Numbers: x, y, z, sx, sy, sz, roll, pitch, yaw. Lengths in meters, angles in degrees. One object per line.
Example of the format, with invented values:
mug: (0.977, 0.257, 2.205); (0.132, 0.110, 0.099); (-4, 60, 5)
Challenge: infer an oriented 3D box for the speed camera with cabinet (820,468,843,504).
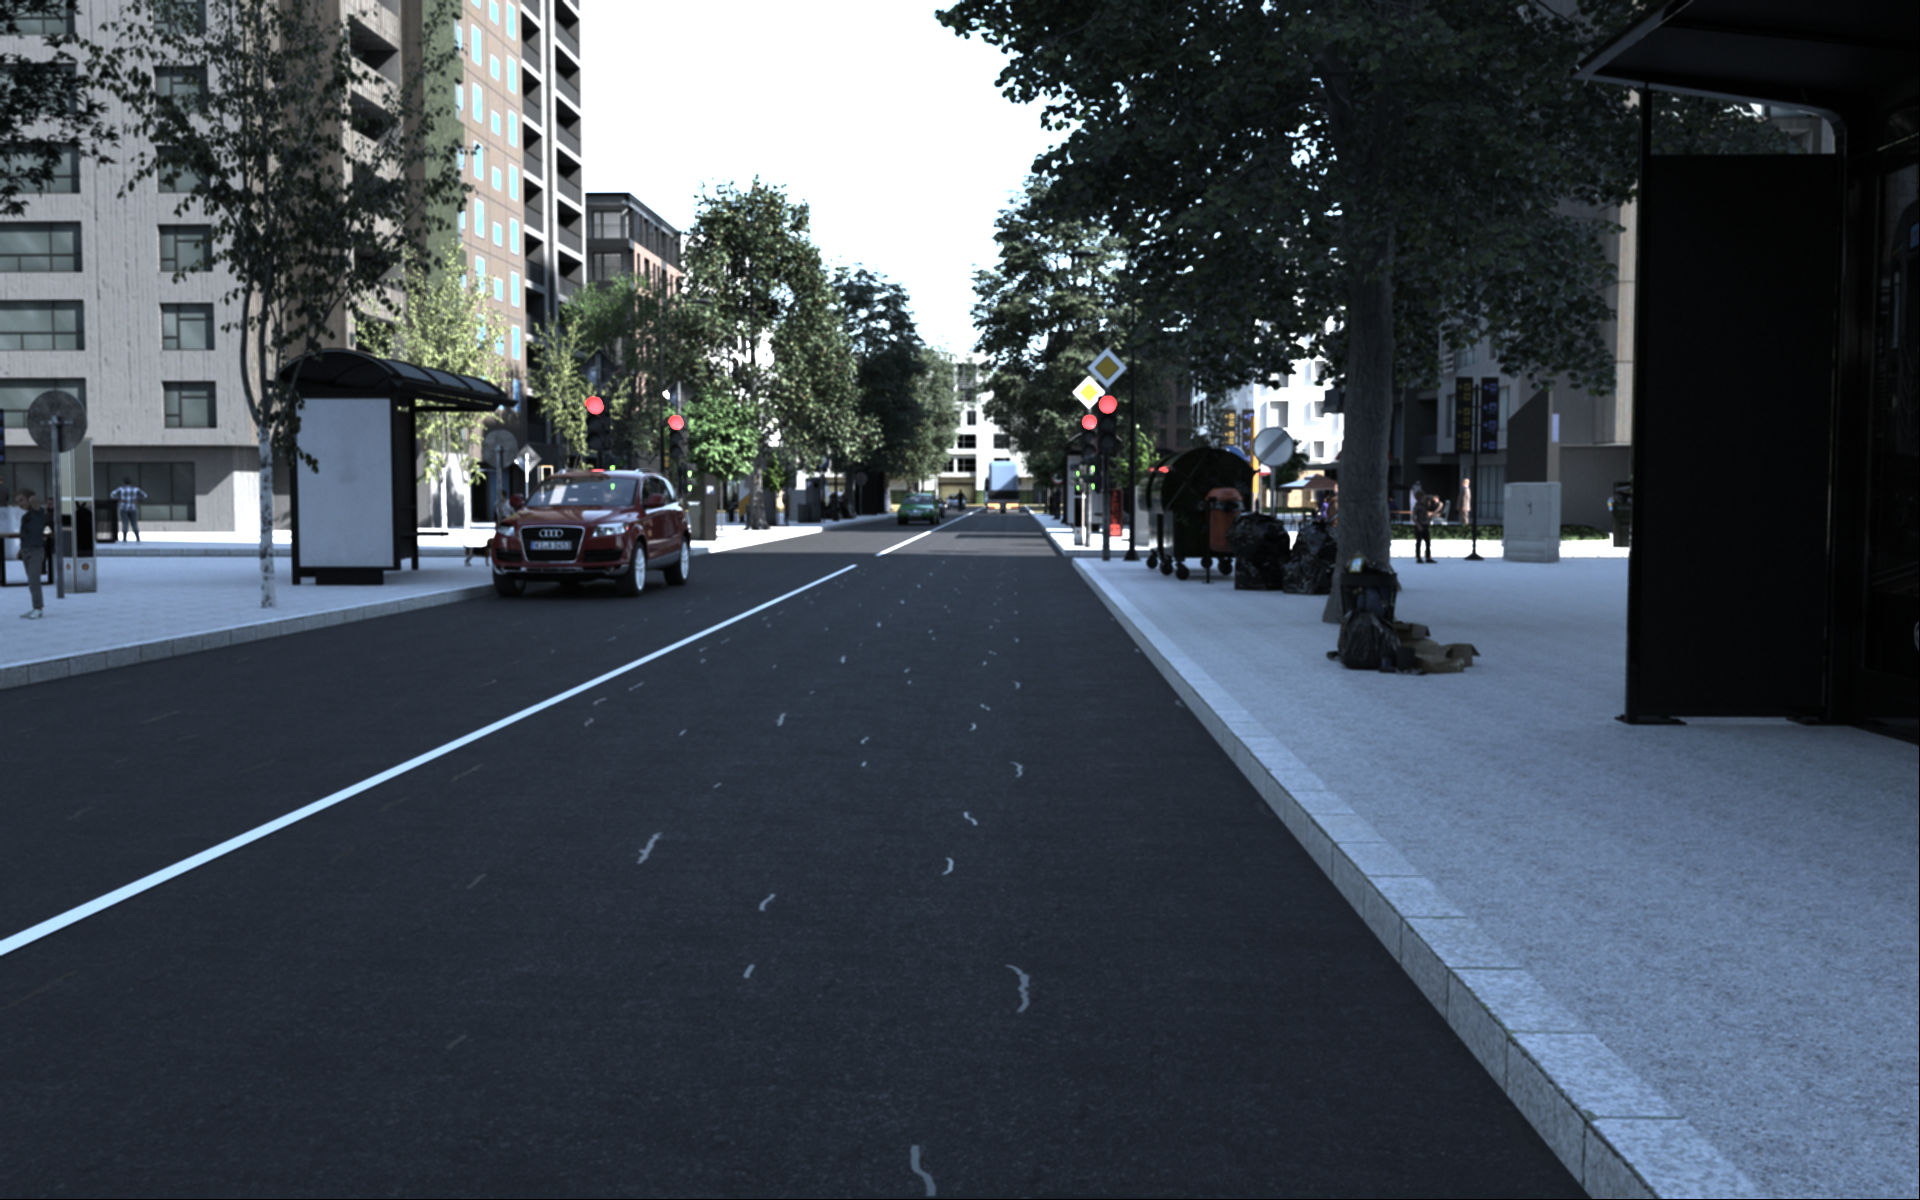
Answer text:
speed camera with cabinet: (-8.707, -7.430, 115.817); (2.038, 3.252, 0.660); (3, 5, 42)

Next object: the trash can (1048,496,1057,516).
trash can: (5.620, -5.626, 103.636); (0.748, 1.137, 0.748); (0, 3, 0)

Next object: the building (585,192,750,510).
building: (-32.324, -17.737, 133.969); (27.936, 21.610, 32.646); (0, 4, 2)

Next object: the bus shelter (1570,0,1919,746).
bus shelter: (4.128, -0.936, 6.579); (1.731, 3.624, 6.357); (0, 4, 2)

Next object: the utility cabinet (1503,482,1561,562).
utility cabinet: (10.792, -1.471, 32.731); (0.318, 1.500, 1.173); (-2, 4, -26)

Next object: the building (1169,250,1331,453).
building: (35.299, -19.420, 161.485); (27.936, 21.610, 32.646); (0, 4, 2)

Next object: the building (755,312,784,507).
building: (-23.808, -19.293, 171.856); (11.380, 20.091, 16.016); (0, 4, 2)

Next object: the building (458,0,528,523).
building: (-28.153, -26.064, 76.259); (14.600, 45.320, 14.200); (0, 4, 2)

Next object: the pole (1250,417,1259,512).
pole: (7.762, -3.172, 45.707); (0.158, 3.312, 0.155); (0, 3, 0)

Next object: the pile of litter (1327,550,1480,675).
pile of litter: (3.335, 0.052, 13.109); (1.176, 0.858, 1.719); (1, 4, 22)

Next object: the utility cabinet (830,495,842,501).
utility cabinet: (-7.679, -5.874, 107.205); (1.020, 1.237, 0.306); (3, 5, 42)

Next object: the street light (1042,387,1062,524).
street light: (3.994, -6.281, 75.230); (1.470, 5.913, 1.316); (0, 4, 2)

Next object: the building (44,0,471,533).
building: (-27.014, -17.788, 62.543); (14.160, 30.474, 14.107); (0, 4, 2)

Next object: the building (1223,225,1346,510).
building: (28.256, -16.562, 127.211); (16.016, 20.091, 11.380); (0, 4, 2)

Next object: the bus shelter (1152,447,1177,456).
bus shelter: (8.730, -5.110, 77.476); (2.014, 3.302, 5.546); (0, 4, 2)

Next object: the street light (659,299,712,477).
street light: (-6.596, -4.211, 41.399); (1.470, 5.913, 1.316); (0, 4, 2)

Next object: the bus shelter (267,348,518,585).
bus shelter: (-8.608, -2.013, 26.837); (2.014, 3.302, 5.546); (0, 4, 2)

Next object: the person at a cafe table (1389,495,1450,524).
person at a cafe table: (14.620, -2.695, 54.918); (1.726, 1.238, 1.698); (0, 4, 1)

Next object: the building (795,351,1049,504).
building: (-4.507, -21.804, 222.945); (31.486, 18.905, 16.747); (0, 4, 2)

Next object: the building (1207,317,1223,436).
building: (28.102, -17.258, 138.580); (16.016, 20.091, 11.380); (0, 4, 2)

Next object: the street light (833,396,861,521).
street light: (-5.340, -6.692, 81.952); (1.470, 5.913, 1.316); (0, 4, 2)

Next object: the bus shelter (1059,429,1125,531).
bus shelter: (4.339, -3.859, 57.019); (2.014, 3.302, 5.546); (0, 4, 2)

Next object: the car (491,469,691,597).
car: (-5.402, -1.054, 25.909); (2.281, 1.827, 5.304); (0, 4, 2)

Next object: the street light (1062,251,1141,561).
street light: (2.773, -3.712, 33.232); (1.470, 5.913, 1.316); (0, 4, 2)

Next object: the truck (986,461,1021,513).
truck: (3.397, -8.952, 136.116); (2.967, 4.110, 18.799); (0, 4, 2)

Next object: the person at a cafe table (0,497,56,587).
person at a cafe table: (-13.381, -0.853, 24.800); (1.698, 1.238, 1.726); (2, 4, 26)

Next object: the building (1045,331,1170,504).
building: (27.707, -23.435, 227.140); (32.646, 21.610, 27.936); (0, 4, 2)

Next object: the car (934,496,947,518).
car: (-1.764, -5.614, 104.372); (1.945, 1.354, 3.894); (0, 4, 2)

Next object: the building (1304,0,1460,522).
building: (30.765, -26.533, 88.444); (22.147, 44.769, 28.867); (0, 4, 2)

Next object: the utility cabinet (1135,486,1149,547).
utility cabinet: (4.650, -2.021, 41.716); (0.318, 1.500, 1.173); (-2, 4, -28)

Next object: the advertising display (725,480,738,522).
advertising display: (-10.382, -4.487, 78.577); (0.123, 1.923, 0.974); (1, 4, 22)

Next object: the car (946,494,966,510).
car: (-0.360, -9.155, 161.686); (2.014, 1.417, 4.499); (0, 4, 1)

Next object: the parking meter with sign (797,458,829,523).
parking meter with sign: (-6.595, -4.975, 77.600); (0.543, 3.016, 1.738); (2, 4, 32)

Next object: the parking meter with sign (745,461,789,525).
parking meter with sign: (-7.878, -4.559, 70.799); (1.738, 3.016, 0.543); (-1, 4, -18)

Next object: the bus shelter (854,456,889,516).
bus shelter: (-5.370, -7.061, 106.728); (1.731, 3.624, 6.357); (0, 4, 2)

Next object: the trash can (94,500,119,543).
trash can: (-22.356, -2.058, 45.305); (0.748, 1.137, 0.748); (0, 3, 0)

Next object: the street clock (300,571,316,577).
street clock: (-10.109, -1.359, 26.792); (0.358, 2.002, 0.471); (1, 4, 11)

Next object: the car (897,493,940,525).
car: (-1.934, -4.463, 81.771); (1.959, 1.807, 4.718); (0, 4, 3)

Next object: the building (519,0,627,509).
building: (-29.449, -40.051, 93.090); (20.563, 71.187, 20.611); (0, 4, 2)

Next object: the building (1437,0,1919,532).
building: (25.326, -23.002, 59.673); (14.086, 41.232, 14.154); (0, 4, 2)

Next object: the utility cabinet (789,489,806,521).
utility cabinet: (-7.543, -4.511, 82.429); (1.173, 1.500, 0.318); (-2, 4, -28)

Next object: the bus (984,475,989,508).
bus: (4.036, -11.174, 177.548); (2.948, 3.499, 13.247); (0, 4, 3)
